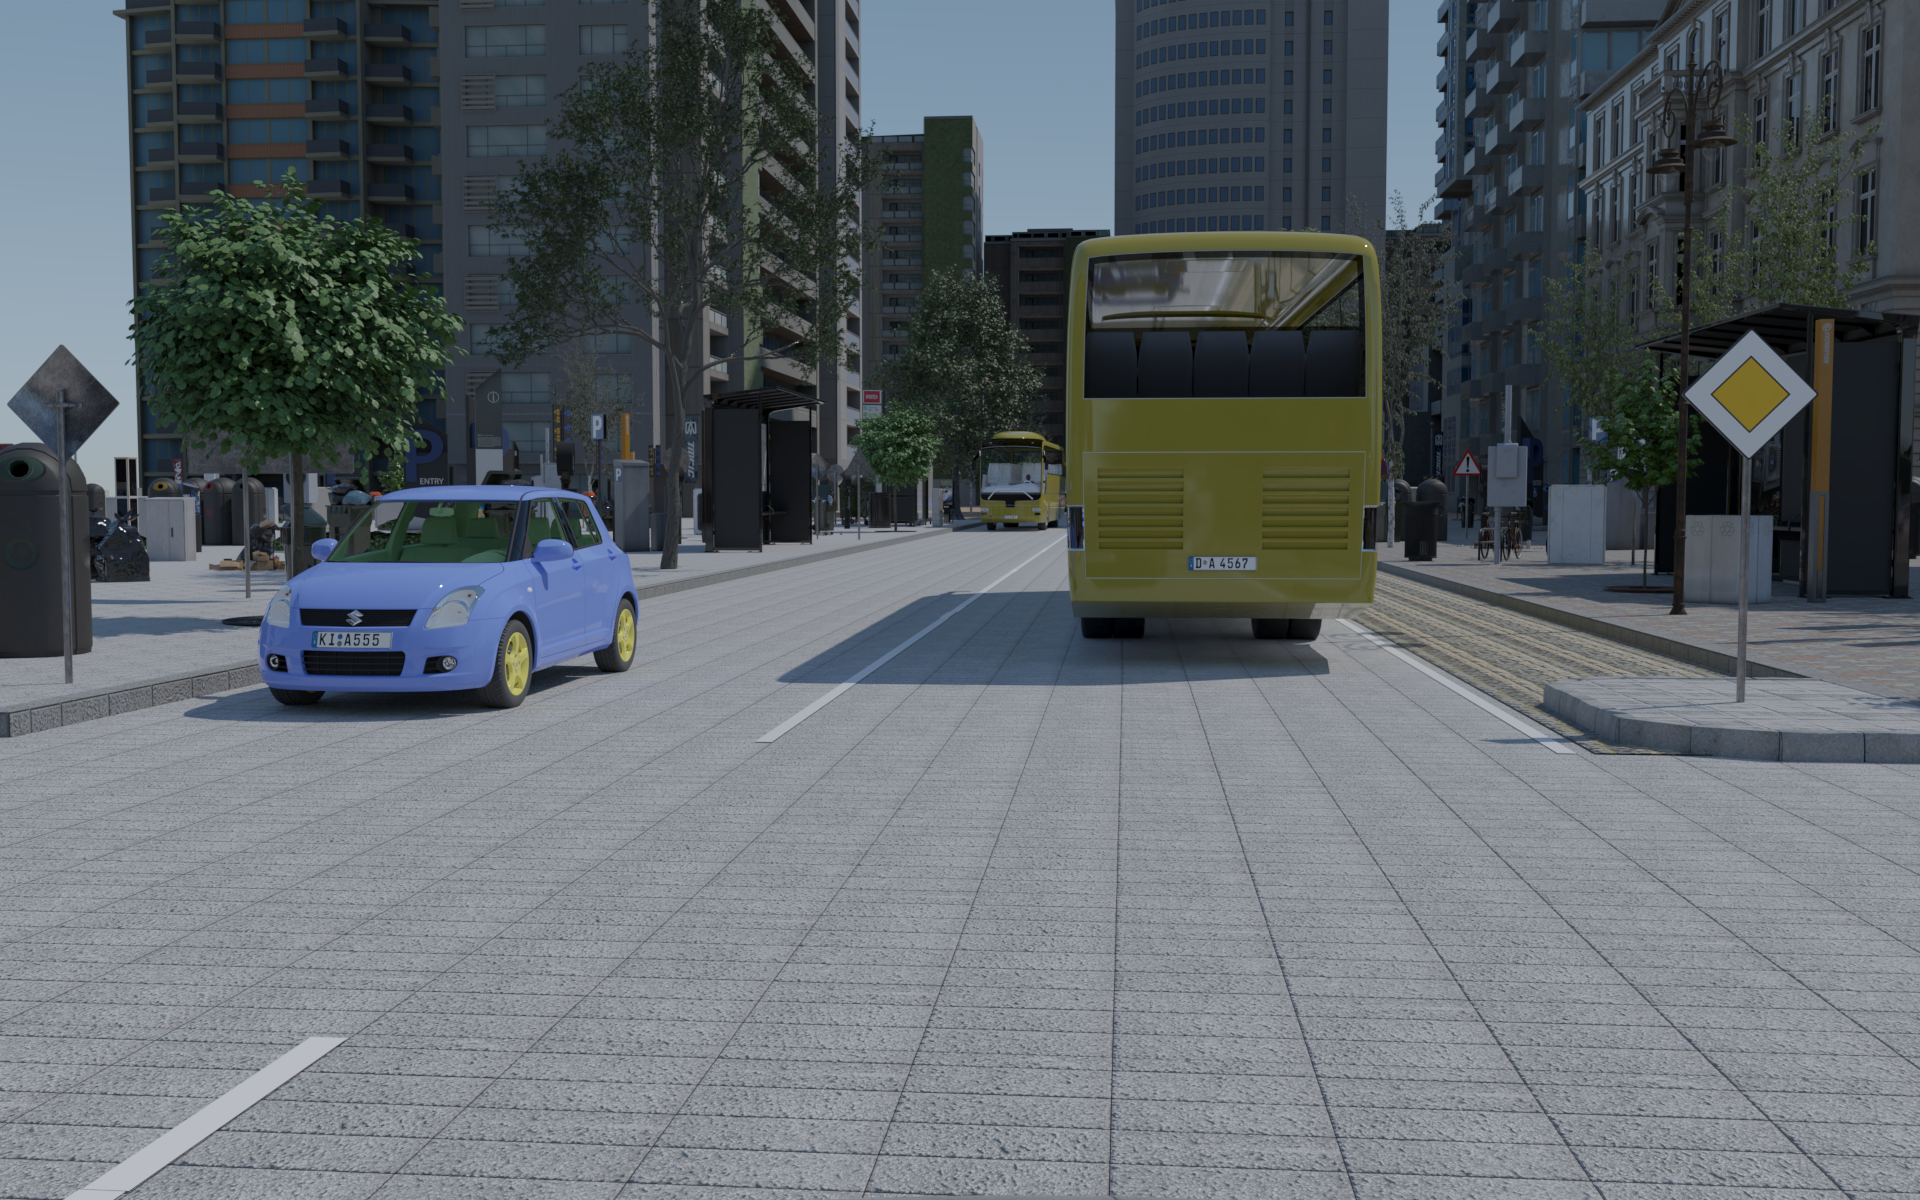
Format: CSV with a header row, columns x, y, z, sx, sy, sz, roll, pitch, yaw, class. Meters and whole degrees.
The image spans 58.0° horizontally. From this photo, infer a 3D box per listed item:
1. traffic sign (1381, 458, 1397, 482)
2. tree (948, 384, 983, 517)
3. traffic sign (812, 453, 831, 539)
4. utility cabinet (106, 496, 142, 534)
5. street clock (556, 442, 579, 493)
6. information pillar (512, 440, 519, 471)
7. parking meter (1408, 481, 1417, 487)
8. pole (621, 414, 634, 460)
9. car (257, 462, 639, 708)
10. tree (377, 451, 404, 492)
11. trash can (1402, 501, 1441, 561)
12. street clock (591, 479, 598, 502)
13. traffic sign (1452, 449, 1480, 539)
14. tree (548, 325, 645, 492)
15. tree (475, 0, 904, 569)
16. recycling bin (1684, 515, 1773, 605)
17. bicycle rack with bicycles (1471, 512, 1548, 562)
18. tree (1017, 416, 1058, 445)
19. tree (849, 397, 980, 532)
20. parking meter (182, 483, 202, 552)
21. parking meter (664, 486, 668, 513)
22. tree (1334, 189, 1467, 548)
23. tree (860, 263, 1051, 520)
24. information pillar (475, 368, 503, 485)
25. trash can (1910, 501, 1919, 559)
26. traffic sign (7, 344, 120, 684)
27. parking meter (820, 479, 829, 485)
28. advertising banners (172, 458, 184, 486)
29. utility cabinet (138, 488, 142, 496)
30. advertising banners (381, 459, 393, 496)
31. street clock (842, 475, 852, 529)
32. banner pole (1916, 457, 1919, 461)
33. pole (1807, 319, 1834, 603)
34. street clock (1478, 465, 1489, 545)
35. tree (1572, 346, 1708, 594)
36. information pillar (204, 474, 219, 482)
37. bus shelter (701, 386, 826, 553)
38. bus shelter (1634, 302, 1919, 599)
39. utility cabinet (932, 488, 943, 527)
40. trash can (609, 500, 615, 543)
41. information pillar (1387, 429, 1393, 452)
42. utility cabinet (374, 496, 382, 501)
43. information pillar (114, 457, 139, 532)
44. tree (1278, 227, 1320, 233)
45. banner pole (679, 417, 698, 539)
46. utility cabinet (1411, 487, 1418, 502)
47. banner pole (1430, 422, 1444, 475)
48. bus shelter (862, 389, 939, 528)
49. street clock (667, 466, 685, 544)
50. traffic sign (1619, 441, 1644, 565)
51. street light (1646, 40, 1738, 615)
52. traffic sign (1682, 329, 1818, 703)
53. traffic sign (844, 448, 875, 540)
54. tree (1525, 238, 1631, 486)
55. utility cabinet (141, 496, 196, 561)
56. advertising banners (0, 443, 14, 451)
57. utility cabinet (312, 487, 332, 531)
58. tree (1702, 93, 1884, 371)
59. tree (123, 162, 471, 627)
x,y,z,sx,sy,sz,roll,pitch,yaw,class
14.909,-3.690,60.437,0.768,2.556,0.104,1,4,11,traffic sign
0.874,-9.057,98.442,4.360,8.622,3.978,0,3,0,tree
-4.045,-2.932,49.119,0.795,2.450,0.064,1,4,14,traffic sign
-22.825,-2.222,47.490,1.020,1.237,0.306,-1,4,-18,utility cabinet
-5.465,-1.192,24.055,0.358,2.002,0.471,-1,4,-9,street clock
-19.425,-5.163,75.775,0.183,3.616,0.504,1,4,10,information pillar
20.007,-4.343,76.716,0.399,1.863,0.255,1,4,23,parking meter
-8.502,-3.073,44.079,0.158,3.312,0.155,0,3,0,pole
-3.657,-0.195,12.782,1.945,1.707,3.694,0,4,7,car
-25.045,-5.021,76.692,1.663,3.219,1.824,0,3,0,tree
8.835,-1.318,33.202,0.748,1.137,0.748,0,3,0,trash can
-17.191,-4.706,81.507,0.471,2.002,0.358,-1,4,-16,street clock
14.603,-3.050,49.869,0.884,2.594,0.081,0,4,7,traffic sign
-15.936,-7.618,74.913,4.360,8.622,3.978,0,3,0,tree
-4.654,-5.798,29.218,7.601,10.594,8.767,1,4,14,tree
9.061,-0.482,20.428,0.722,1.027,0.722,-3,4,-36,recycling bin
11.048,-1.234,33.560,2.852,0.926,2.925,3,4,37,bicycle rack with bicycles
6.683,-12.456,154.025,4.360,8.622,3.978,0,3,0,tree
-2.114,-4.583,58.647,4.285,4.588,4.351,0,3,0,tree
-16.899,-1.816,38.099,0.372,1.533,0.369,0,3,0,parking meter
-9.286,-2.883,55.555,0.372,1.533,0.369,0,3,0,parking meter
10.080,-5.554,41.169,4.360,8.622,3.978,0,3,0,tree
-0.143,-10.348,86.193,9.611,12.733,9.660,0,3,0,tree
-8.686,-2.487,32.021,0.504,3.616,0.183,-1,4,-21,information pillar
18.724,-1.387,34.332,0.748,1.137,0.748,0,3,0,trash can
-6.034,-0.491,11.673,0.795,2.450,0.064,0,4,5,traffic sign
-5.254,-3.748,66.994,0.399,1.863,0.255,0,4,-4,parking meter
-36.755,-5.321,83.184,2.074,3.025,0.090,0,4,-5,advertising banners
-27.192,-2.955,56.994,0.318,1.500,1.173,-3,4,-38,utility cabinet
-28.705,-5.553,86.987,0.090,3.025,2.074,0,4,4,advertising banners
-4.157,-3.618,63.719,0.358,2.002,0.471,-1,4,-16,street clock
9.132,-1.575,15.776,0.863,3.779,0.401,0,4,-3,banner pole
10.106,-1.620,20.335,0.158,3.312,0.155,0,3,0,pole
13.074,-2.359,43.139,0.358,2.002,0.471,1,4,11,street clock
8.890,-1.721,22.741,1.663,3.219,1.824,0,3,0,tree
-25.808,-4.179,59.686,0.504,3.616,0.183,-1,4,-19,information pillar
-4.549,-3.040,40.988,1.731,3.624,6.357,0,4,6,bus shelter
11.192,-2.018,24.280,1.731,3.624,6.357,0,4,6,bus shelter
-0.867,-3.624,67.930,0.318,1.500,1.173,0,4,6,utility cabinet
-8.013,-1.823,41.458,0.748,1.137,0.748,0,3,0,trash can
15.071,-4.246,60.777,0.183,3.616,0.504,0,3,0,information pillar
-21.597,-3.326,65.542,1.020,1.237,0.306,-2,4,-31,utility cabinet
-16.608,-1.837,34.533,0.304,2.012,0.304,1,4,10,information pillar
14.112,-9.520,73.783,7.486,12.596,7.792,0,3,0,tree
-7.828,-3.644,49.599,0.863,3.779,0.401,2,4,25,banner pole
14.288,-2.811,54.634,1.173,1.500,0.318,-2,4,-26,utility cabinet
16.639,-4.318,60.617,0.863,3.779,0.401,-3,4,-36,banner pole
-2.406,-5.592,69.059,2.179,5.291,8.768,0,4,6,bus shelter
-7.236,-2.421,44.147,0.358,2.002,0.471,-3,5,-43,street clock
12.204,-1.786,31.339,0.606,2.300,0.079,1,4,12,traffic sign
7.656,-2.783,18.284,0.468,5.910,1.993,0,4,5,street light
4.808,-0.426,10.612,0.795,2.450,0.064,0,4,5,traffic sign
-2.834,-2.971,48.575,0.884,2.594,0.081,1,4,12,traffic sign
18.747,-6.141,50.762,4.737,8.622,4.395,0,3,0,tree
-15.152,-1.350,33.238,1.020,1.237,0.306,2,4,24,utility cabinet
-32.087,-3.886,59.727,2.074,3.025,0.090,0,4,1,advertising banners
-20.264,-2.861,55.456,0.318,1.500,1.173,2,4,34,utility cabinet
15.257,-5.035,32.687,4.737,8.622,4.395,0,3,0,tree
-6.625,-2.050,17.239,4.285,4.588,4.351,0,3,0,tree
